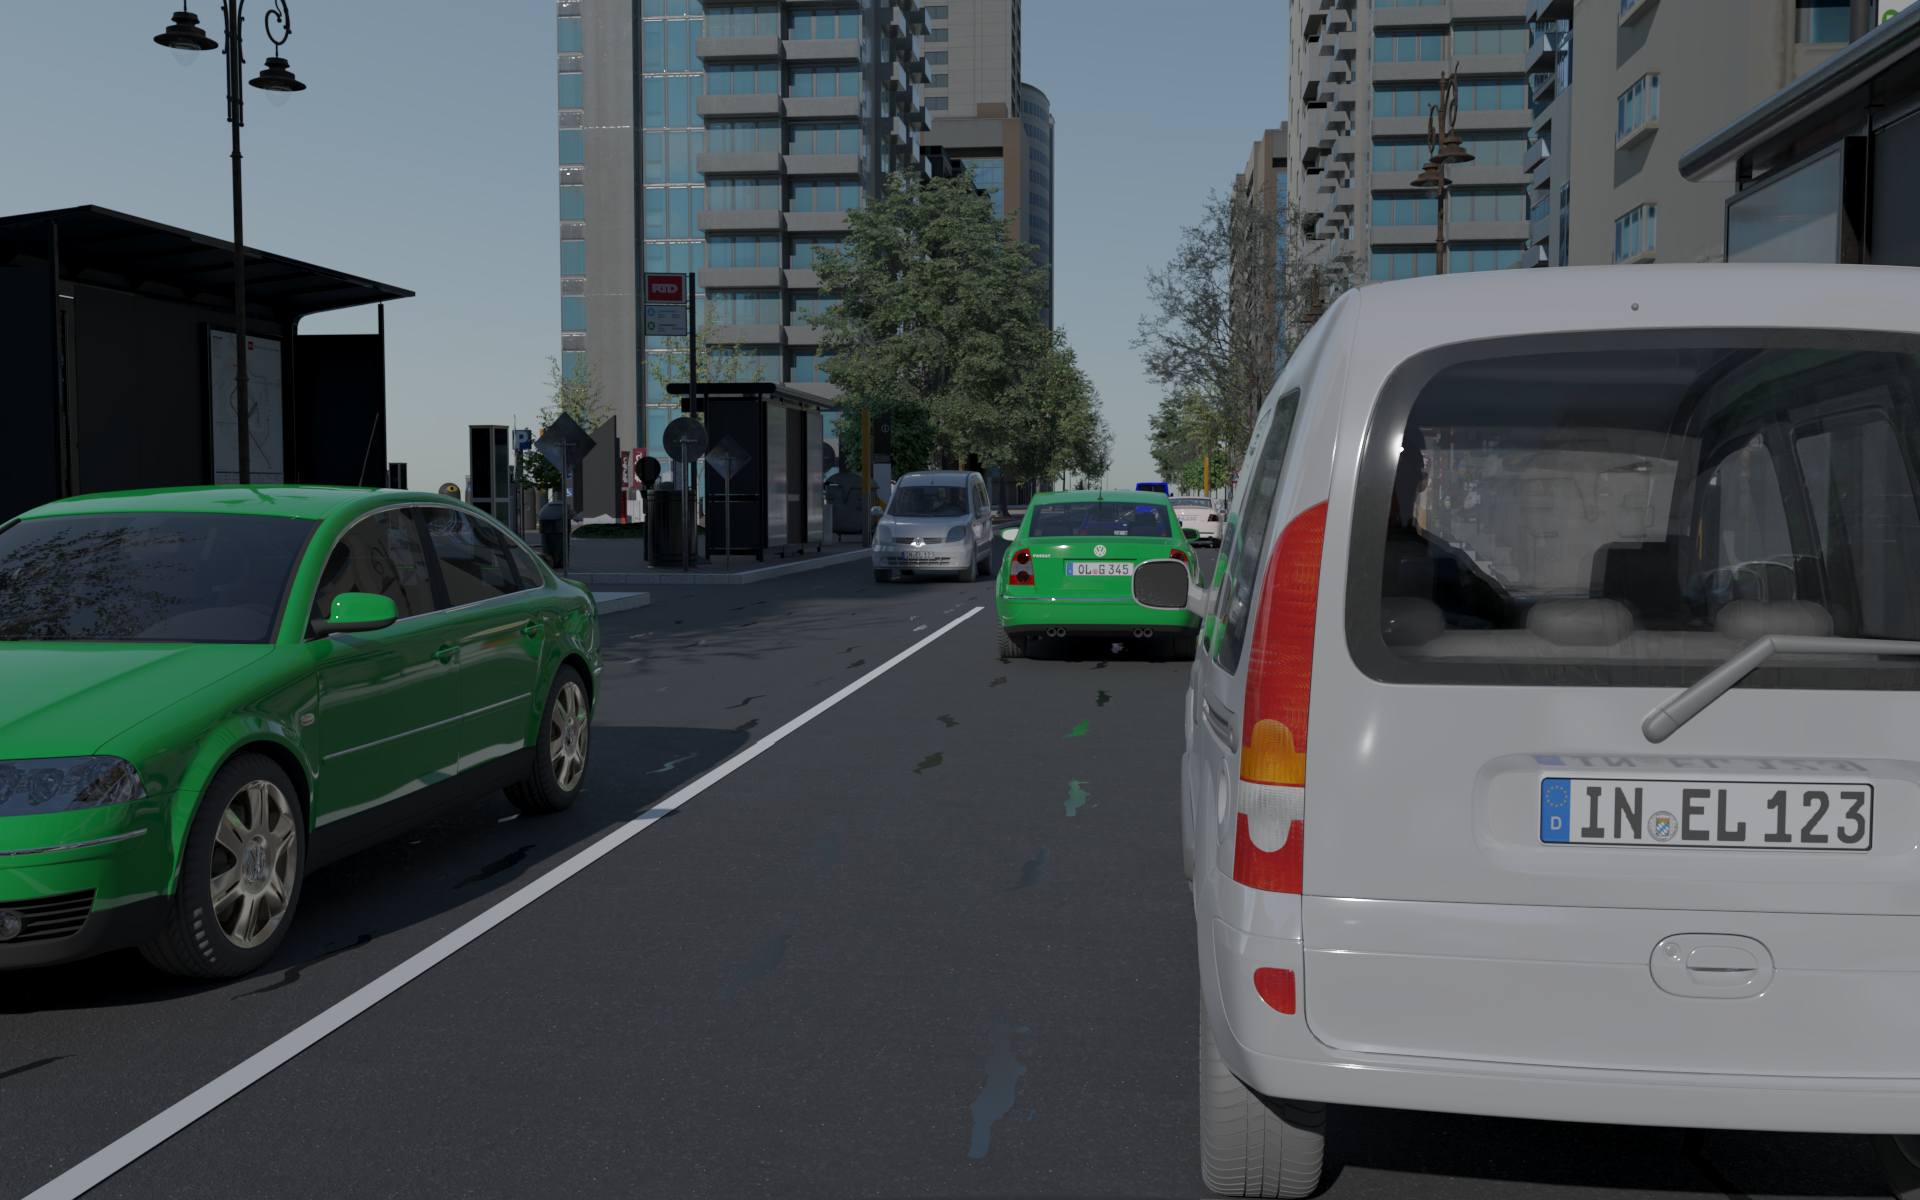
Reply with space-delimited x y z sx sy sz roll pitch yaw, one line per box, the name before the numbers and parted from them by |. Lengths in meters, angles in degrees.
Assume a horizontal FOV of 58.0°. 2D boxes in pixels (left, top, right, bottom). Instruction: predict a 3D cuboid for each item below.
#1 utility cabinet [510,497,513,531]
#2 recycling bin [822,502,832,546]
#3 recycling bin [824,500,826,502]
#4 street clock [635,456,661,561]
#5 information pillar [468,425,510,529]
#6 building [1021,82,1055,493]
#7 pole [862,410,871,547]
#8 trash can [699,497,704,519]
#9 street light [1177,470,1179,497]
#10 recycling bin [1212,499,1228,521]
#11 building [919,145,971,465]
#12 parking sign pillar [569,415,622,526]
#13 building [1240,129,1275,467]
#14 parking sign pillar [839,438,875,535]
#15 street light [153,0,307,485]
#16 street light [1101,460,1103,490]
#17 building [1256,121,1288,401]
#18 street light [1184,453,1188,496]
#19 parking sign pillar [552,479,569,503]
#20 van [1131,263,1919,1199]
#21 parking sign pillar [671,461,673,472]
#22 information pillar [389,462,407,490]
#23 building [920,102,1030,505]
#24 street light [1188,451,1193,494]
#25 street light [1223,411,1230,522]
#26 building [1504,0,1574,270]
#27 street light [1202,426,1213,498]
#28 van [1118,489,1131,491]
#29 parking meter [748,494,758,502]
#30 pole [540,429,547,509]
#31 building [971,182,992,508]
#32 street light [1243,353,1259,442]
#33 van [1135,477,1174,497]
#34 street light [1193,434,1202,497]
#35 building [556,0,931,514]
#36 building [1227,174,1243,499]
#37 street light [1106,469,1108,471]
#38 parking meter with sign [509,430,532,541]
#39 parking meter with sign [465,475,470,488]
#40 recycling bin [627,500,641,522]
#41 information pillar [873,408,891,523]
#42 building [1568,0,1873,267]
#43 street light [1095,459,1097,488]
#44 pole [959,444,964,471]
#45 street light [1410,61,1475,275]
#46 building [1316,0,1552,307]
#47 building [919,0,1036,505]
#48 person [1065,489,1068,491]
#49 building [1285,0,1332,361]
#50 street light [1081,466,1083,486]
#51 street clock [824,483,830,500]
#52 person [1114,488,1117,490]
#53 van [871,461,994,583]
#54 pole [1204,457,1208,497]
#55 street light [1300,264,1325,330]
utility cabinet | -10.792 -1.809 40.731 0.306 1.237 1.020 -2 4 -31
recycling bin | -3.637 -1.843 42.694 0.722 1.027 0.722 3 4 37
recycling bin | -5.862 -3.719 73.359 0.722 1.027 0.722 0 4 -6
street clock | -5.994 -1.757 33.296 0.471 2.002 0.358 -1 4 -20
information pillar | -5.022 -0.858 18.528 0.304 2.012 0.304 1 4 20
building | 1.963 -43.012 245.245 21.231 58.520 28.212 0 4 7
pole | -2.266 -2.940 41.906 0.158 3.312 0.155 0 3 0
trash can | -13.811 -4.854 91.018 0.748 1.137 0.748 0 3 0
street light | 30.378 -16.210 237.828 0.468 5.910 1.993 0 4 7
recycling bin | 12.251 -4.215 81.477 0.722 1.027 0.722 2 4 32
building | -7.088 -22.767 143.946 14.160 30.474 14.107 0 4 7
parking sign pillar | -12.279 -4.339 59.415 1.447 3.967 1.447 1 4 22
building | 48.264 -36.800 225.387 21.300 48.544 21.600 0 4 7
parking sign pillar | -3.188 -4.081 55.194 1.447 3.967 1.447 1 4 12
street light | -5.975 -2.543 14.371 0.468 5.910 1.993 0 4 7
street light | 19.054 -15.920 233.074 0.468 5.910 1.993 0 4 7
building | 42.952 -34.123 208.029 14.600 45.320 14.200 0 4 7
street light | 23.580 -12.561 178.153 0.468 5.910 1.993 0 4 7
parking sign pillar | -15.520 -4.970 69.724 1.447 3.967 1.447 1 4 10
van | 1.473 0.135 4.808 2.013 2.044 4.112 0 4 7
parking sign pillar | -16.470 -6.818 99.950 1.447 3.967 1.447 -1 4 -14
information pillar | -13.081 -2.194 40.356 0.304 2.012 0.304 1 4 18
building | 0.683 -33.802 202.774 14.600 45.320 14.200 0 4 7
street light | 21.008 -11.175 155.497 0.468 5.910 1.993 0 4 7
street light | 12.152 -6.504 79.134 0.468 5.910 1.993 0 4 7
building | 35.559 -46.958 80.439 22.319 86.520 31.000 0 4 7
street light | 15.684 -8.349 109.299 0.468 5.910 1.993 0 4 7
van | 21.039 -13.346 222.584 2.240 2.365 5.245 0 4 8
parking meter | -7.137 -3.143 59.794 0.372 1.533 0.369 0 3 0
pole | -13.004 -3.686 54.102 0.158 3.312 0.155 0 3 0
building | -4.745 -23.625 157.963 14.160 30.474 14.107 0 4 7
street light | 9.562 -5.153 57.038 0.468 5.910 1.993 0 4 7
van | 10.266 -5.385 92.424 2.240 2.365 5.245 0 4 7
street light | 18.282 -9.761 132.386 0.468 5.910 1.993 0 4 7
building | -14.070 -30.655 120.814 23.786 49.044 30.456 0 4 7
building | 49.551 -38.139 247.270 21.300 48.544 21.600 0 4 7
street light | 21.690 -17.277 255.270 0.468 5.910 1.993 0 4 7
parking meter with sign | -12.070 -3.050 46.134 0.543 3.016 1.738 1 4 15
parking meter with sign | -19.599 -4.515 70.075 1.738 3.016 0.543 1 4 18
recycling bin | -12.946 -3.398 68.115 0.722 1.027 0.722 -1 4 -13
information pillar | -2.110 -3.424 47.330 0.504 3.616 0.183 0 4 -1
building | 27.235 -25.629 42.733 21.600 48.544 21.300 0 4 7
street light | 16.488 -14.568 210.975 0.468 5.910 1.993 0 4 7
pole | 0.072 -4.697 70.637 0.158 3.312 0.155 0 3 0
street light | 5.274 -2.832 19.091 0.468 5.910 1.993 0 4 7
building | 37.648 -30.886 124.599 23.786 49.044 30.456 0 4 7
building | -0.617 -47.843 220.491 20.563 71.187 20.611 0 4 7
person | 6.674 -6.003 107.439 1.217 1.735 0.721 -2 4 -29
building | 43.434 -34.493 153.203 28.713 52.752 27.495 0 4 7
street light | 12.157 -12.209 172.404 0.468 5.910 1.993 0 4 7
street clock | -8.131 -6.151 105.133 0.471 2.002 0.358 0 4 -1
person | 10.397 -6.543 115.607 1.348 1.807 0.705 -1 4 -13
van | -0.413 -1.369 29.391 2.013 2.044 4.112 0 4 7
pole | 13.417 -6.147 94.343 0.158 3.312 0.155 0 3 0
street light | 7.122 -3.800 34.925 0.468 5.910 1.993 0 4 7
